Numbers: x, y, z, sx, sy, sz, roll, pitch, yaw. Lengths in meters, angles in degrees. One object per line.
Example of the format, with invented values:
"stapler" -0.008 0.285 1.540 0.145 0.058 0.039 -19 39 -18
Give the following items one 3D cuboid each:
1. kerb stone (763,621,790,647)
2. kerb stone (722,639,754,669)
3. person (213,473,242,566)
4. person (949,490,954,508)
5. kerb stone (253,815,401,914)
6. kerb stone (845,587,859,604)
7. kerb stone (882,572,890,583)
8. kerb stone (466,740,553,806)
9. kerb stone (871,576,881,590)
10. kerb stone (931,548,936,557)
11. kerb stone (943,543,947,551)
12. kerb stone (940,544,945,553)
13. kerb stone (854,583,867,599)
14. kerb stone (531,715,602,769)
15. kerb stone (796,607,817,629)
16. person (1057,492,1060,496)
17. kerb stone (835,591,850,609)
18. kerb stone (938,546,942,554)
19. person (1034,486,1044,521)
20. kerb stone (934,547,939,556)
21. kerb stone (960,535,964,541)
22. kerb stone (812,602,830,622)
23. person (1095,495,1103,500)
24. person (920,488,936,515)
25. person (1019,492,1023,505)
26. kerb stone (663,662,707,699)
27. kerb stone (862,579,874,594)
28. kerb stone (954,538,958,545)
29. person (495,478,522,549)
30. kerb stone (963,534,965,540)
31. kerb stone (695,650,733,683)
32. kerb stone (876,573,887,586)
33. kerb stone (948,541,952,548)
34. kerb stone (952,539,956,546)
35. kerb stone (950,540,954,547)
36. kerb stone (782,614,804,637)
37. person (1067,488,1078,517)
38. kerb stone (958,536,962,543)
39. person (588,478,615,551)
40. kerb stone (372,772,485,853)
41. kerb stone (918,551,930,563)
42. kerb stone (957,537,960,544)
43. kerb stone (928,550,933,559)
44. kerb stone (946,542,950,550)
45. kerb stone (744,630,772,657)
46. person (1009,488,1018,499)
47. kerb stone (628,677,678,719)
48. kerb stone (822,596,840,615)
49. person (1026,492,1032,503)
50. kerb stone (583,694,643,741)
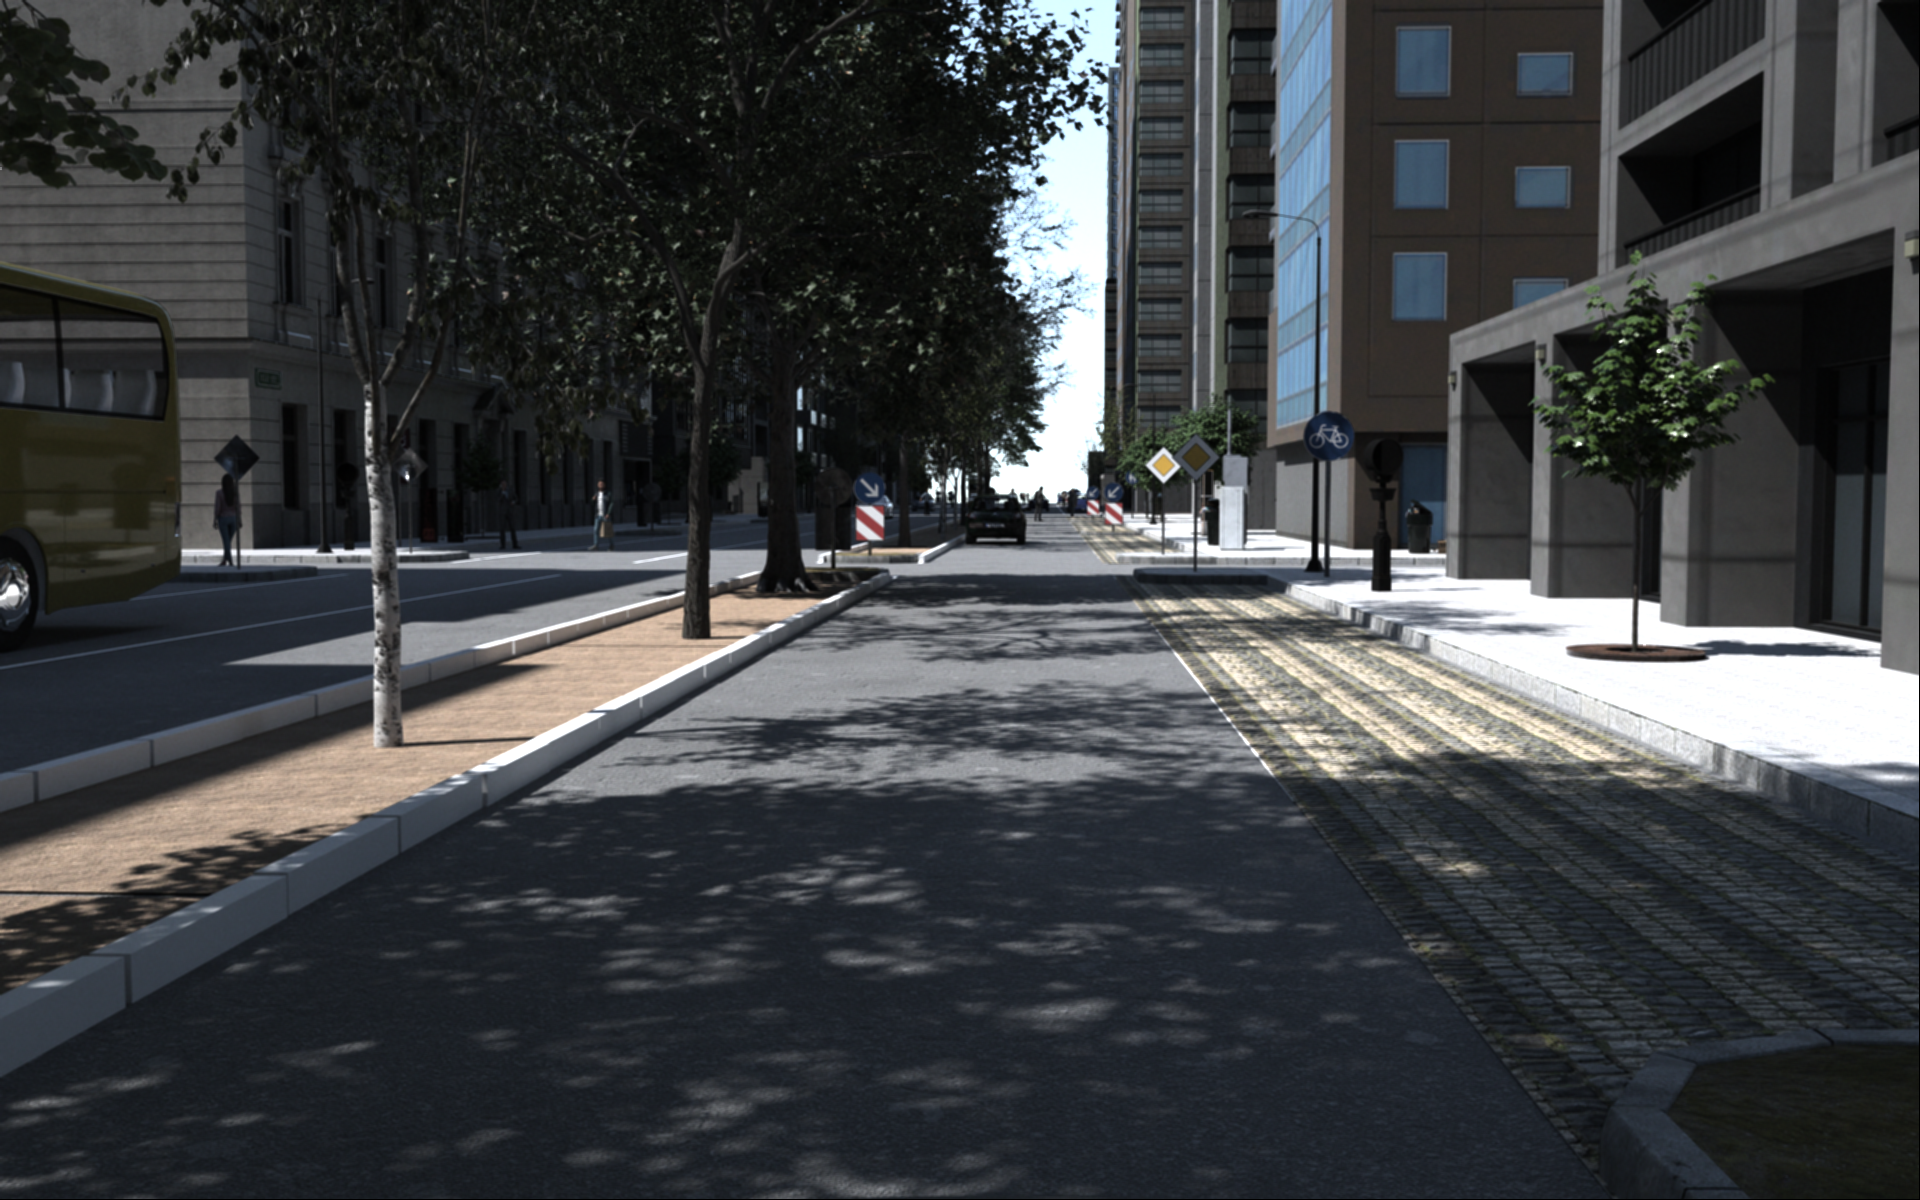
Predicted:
"kerb stone" -1.794 0.341 16.640 0.120 0.150 1.000 0 4 3
"kerb stone" -1.899 0.471 14.581 0.120 0.150 1.000 0 4 3
"person" -13.841 -1.484 32.770 0.388 1.821 0.555 2 4 33
"person" -0.857 -10.648 182.585 0.705 1.826 1.348 1 4 20
"kerb stone" -2.318 0.970 6.388 0.120 0.150 1.000 0 4 3
"kerb stone" -1.482 -0.036 22.787 0.120 0.150 1.000 0 4 3
"kerb stone" -1.234 -0.347 27.902 0.120 0.150 1.000 0 4 3
"kerb stone" -2.201 0.841 8.440 0.120 0.150 1.000 0 4 3
"kerb stone" -1.327 -0.217 25.850 0.120 0.150 1.000 0 4 3
"kerb stone" -0.686 -1.003 38.667 0.120 0.150 1.000 0 4 3
"kerb stone" -0.468 -1.258 42.768 0.120 0.150 1.000 0 4 3
"kerb stone" -0.520 -1.195 41.737 0.120 0.150 1.000 0 4 3
"kerb stone" -1.429 -0.094 23.808 0.120 0.150 1.000 0 4 3
"kerb stone" -2.158 0.779 9.461 0.120 0.150 1.000 0 4 3
"kerb stone" -1.693 0.215 18.692 0.120 0.150 1.000 0 4 3
"person" 15.130 -15.668 264.669 0.705 1.824 1.348 -1 4 -20
"kerb stone" -1.533 0.027 21.761 0.120 0.150 1.000 0 4 3
"kerb stone" -0.581 -1.132 40.708 0.120 0.150 1.000 0 4 3
"person" 4.229 -5.126 92.114 0.447 1.846 0.655 -3 5 -43
"kerb stone" -0.634 -1.070 39.687 0.120 0.150 1.000 0 4 3
"kerb stone" -0.054 -1.752 50.957 0.120 0.150 1.000 0 4 3
"kerb stone" -1.635 0.153 19.713 0.120 0.150 1.000 0 4 3
"person" 15.143 -11.190 191.468 1.348 1.823 0.705 0 4 6
"person" -2.216 -6.642 117.083 1.348 1.826 0.705 -3 5 -40
"person" 8.174 -13.412 228.230 0.683 1.767 0.568 0 4 2
"kerb stone" -2.010 0.591 12.526 0.120 0.150 1.000 0 4 3
"kerb stone" -1.380 -0.158 24.829 0.120 0.150 1.000 0 4 3
"kerb stone" -0.207 -1.570 47.879 0.120 0.150 1.000 0 4 3
"person" -11.773 -2.254 45.151 0.655 1.846 0.447 -2 4 -28
"kerb stone" -0.011 -1.821 51.983 0.120 0.150 1.000 0 4 3
"kerb stone" -1.952 0.528 13.555 0.120 0.150 1.000 0 4 3
"kerb stone" -1.276 -0.287 26.881 0.120 0.150 1.000 0 4 3
"kerb stone" -0.367 -1.383 44.814 0.120 0.150 1.000 0 4 3
"kerb stone" -0.270 -1.508 46.859 0.120 0.150 1.000 0 4 3
"kerb stone" -0.317 -1.444 45.835 0.120 0.150 1.000 0 4 3
"kerb stone" -1.743 0.277 17.661 0.120 0.150 1.000 0 4 3
"person" 7.015 -6.106 108.433 0.694 1.812 0.767 1 4 20
"kerb stone" -0.109 -1.695 49.929 0.120 0.150 1.000 0 4 3
"person" -8.822 -2.106 42.924 0.794 1.824 0.713 3 4 36
"kerb stone" -2.267 0.904 7.416 0.120 0.150 1.000 0 4 3
"kerb stone" -0.783 -0.882 36.609 0.120 0.150 1.000 0 4 3
"kerb stone" -0.164 -1.633 48.900 0.120 0.150 1.000 0 4 3
"kerb stone" -0.730 -0.945 37.643 0.120 0.150 1.000 0 4 3
"kerb stone" -0.417 -1.319 43.788 0.120 0.150 1.000 0 4 3
"kerb stone" -1.855 0.406 15.612 0.120 0.150 1.000 0 4 3
"person" 2.975 -5.533 99.369 0.661 1.777 0.834 -2 4 -28
"kerb stone" -2.054 0.654 11.503 0.120 0.150 1.000 0 4 3
"kerb stone" -1.588 0.090 20.734 0.120 0.150 1.000 0 4 3
"person" 9.463 -14.199 241.371 1.217 1.743 0.721 0 4 -2
"kerb stone" -2.111 0.716 10.482 0.120 0.150 1.000 0 4 3
